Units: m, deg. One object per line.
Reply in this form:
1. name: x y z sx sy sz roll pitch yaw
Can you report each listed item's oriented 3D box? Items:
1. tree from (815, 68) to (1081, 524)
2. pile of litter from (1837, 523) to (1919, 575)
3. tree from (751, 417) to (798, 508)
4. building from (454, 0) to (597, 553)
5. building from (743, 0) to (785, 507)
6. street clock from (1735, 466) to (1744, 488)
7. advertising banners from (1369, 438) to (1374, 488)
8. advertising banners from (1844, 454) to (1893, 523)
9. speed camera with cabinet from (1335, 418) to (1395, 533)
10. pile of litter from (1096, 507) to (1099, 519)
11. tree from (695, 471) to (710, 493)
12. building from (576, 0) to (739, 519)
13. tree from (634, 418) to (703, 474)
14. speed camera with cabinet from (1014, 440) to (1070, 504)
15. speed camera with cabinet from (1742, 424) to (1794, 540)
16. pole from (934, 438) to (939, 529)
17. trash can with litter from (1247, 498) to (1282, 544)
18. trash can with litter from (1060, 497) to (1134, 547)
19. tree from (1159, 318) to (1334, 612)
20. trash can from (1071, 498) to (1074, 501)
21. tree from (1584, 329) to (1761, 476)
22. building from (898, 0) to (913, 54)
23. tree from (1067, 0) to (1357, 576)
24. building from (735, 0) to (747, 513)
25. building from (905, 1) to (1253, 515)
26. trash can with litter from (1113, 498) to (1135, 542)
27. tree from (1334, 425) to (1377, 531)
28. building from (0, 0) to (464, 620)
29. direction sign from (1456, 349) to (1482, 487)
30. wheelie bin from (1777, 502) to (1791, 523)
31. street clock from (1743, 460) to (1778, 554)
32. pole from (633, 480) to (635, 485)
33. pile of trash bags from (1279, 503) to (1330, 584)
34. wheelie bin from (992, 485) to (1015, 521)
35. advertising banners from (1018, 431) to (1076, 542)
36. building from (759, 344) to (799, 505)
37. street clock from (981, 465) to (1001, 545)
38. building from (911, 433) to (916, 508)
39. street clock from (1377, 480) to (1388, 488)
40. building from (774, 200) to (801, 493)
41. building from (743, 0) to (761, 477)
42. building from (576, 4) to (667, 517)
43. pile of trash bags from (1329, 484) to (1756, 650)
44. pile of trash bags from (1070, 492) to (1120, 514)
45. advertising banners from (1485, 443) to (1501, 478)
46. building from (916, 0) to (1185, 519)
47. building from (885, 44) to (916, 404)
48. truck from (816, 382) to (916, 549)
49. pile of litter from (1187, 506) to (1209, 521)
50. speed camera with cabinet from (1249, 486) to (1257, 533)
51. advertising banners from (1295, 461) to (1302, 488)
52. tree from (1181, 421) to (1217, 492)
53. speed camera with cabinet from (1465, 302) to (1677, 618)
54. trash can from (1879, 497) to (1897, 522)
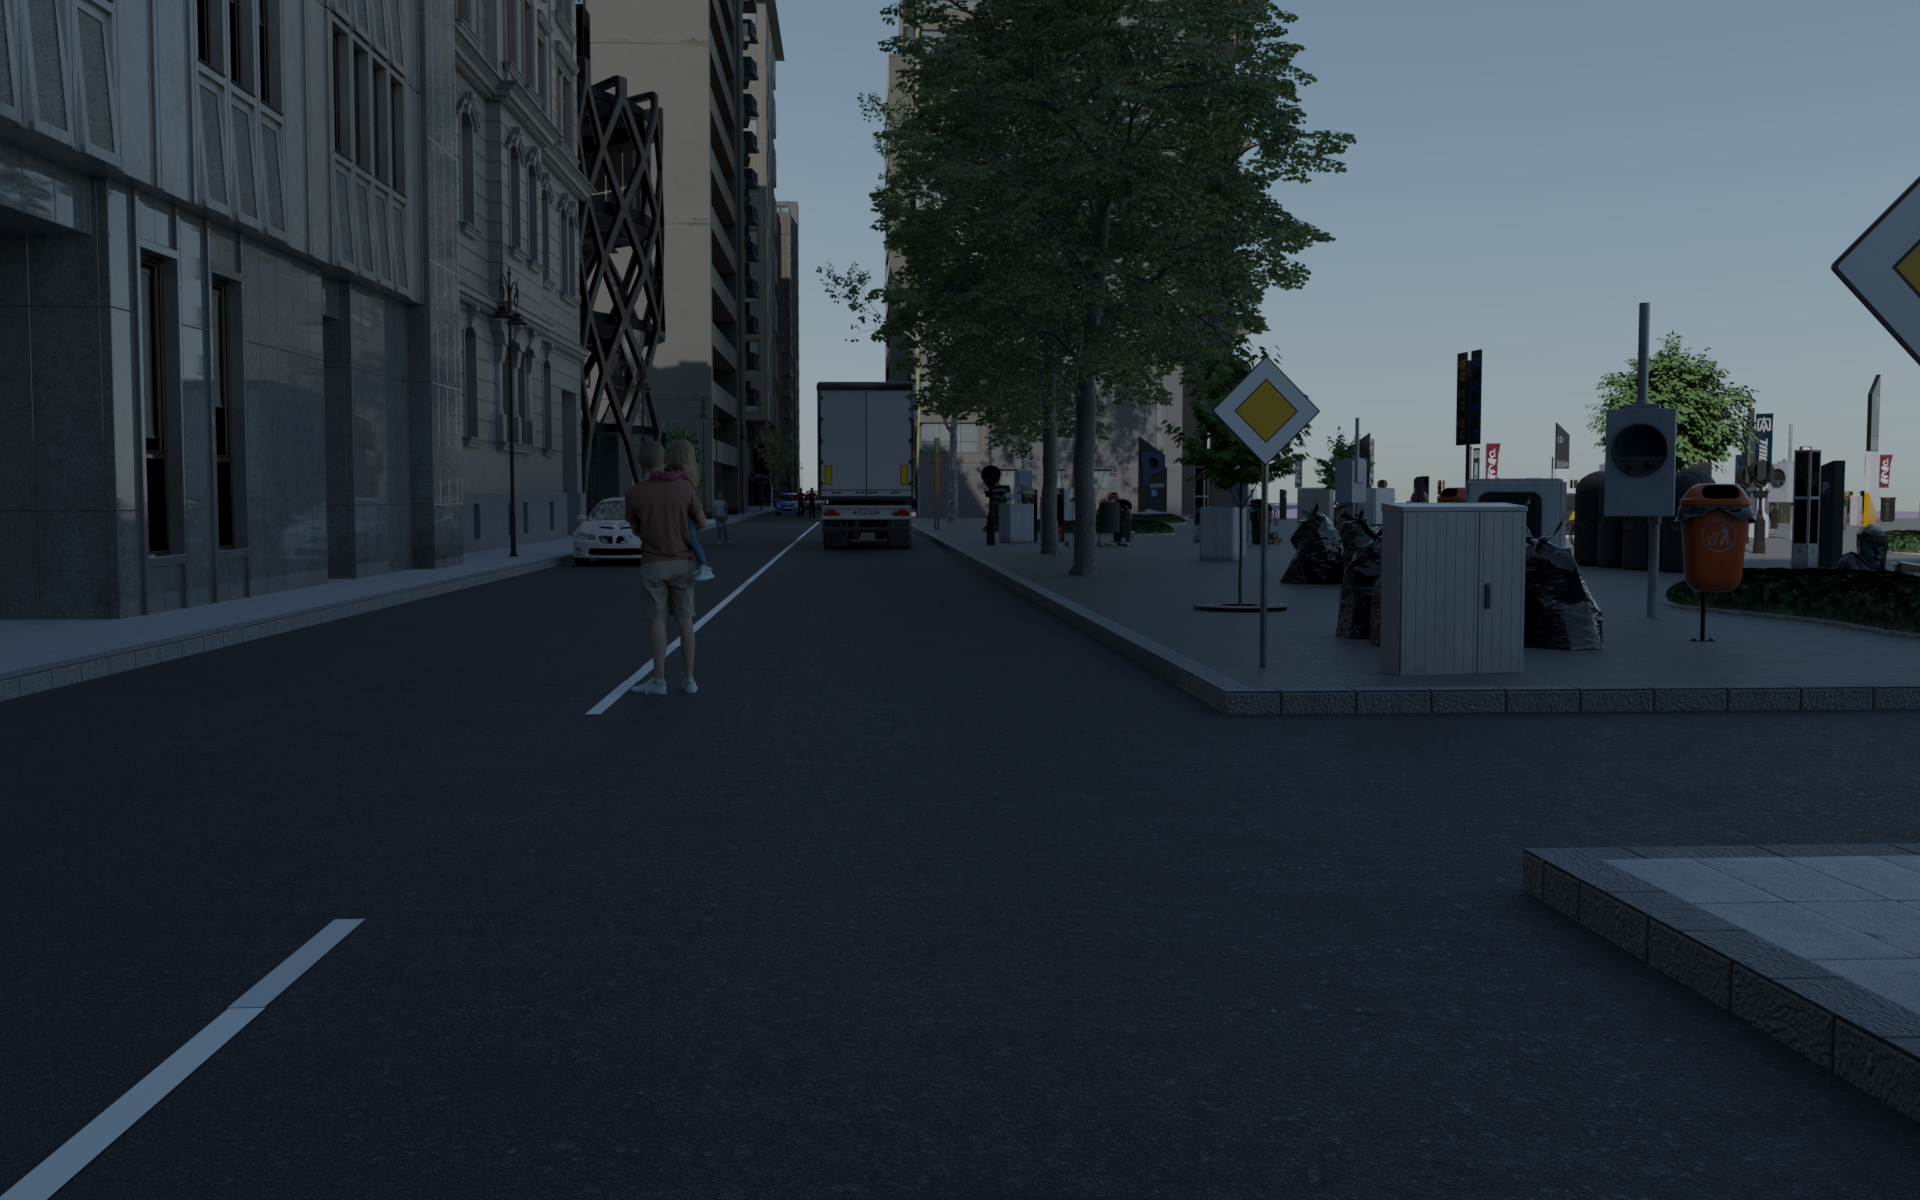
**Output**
1. tree: 0.130 -13.453 75.846 12.611 20.169 13.585 0 3 0
2. pile of litter: 13.365 -0.669 24.902 1.719 0.858 1.176 -1 4 -12
3. tree: -17.519 -13.039 163.557 4.737 8.622 4.395 0 3 0
4. building: -17.290 -15.591 42.296 14.401 28.519 23.554 0 4 -4
5. building: -33.237 -36.312 182.934 28.713 52.752 27.495 0 4 -4
6. street clock: 20.282 -2.459 44.775 0.471 2.002 0.358 -1 4 -22
7. advertising banners: 13.350 -3.618 55.344 0.090 3.025 2.074 2 4 29
8. advertising banners: 40.239 -4.939 76.948 2.074 3.025 0.090 1 4 23
9. speed camera with cabinet: 10.634 -3.127 45.456 2.038 3.252 0.660 -3 5 -44
10. pile of litter: 5.863 -3.450 70.367 1.719 0.858 1.176 0 4 8
11. tree: -13.227 -5.585 85.913 1.663 3.219 1.824 0 3 0
12. building: -23.933 -28.941 96.889 21.300 48.544 21.600 0 4 -4
13. tree: -12.598 -5.578 74.913 4.285 4.588 4.351 0 3 0
14. speed camera with cabinet: 3.029 -4.270 64.157 2.038 3.252 0.660 0 4 0
15. speed camera with cabinet: 22.893 -3.361 49.294 0.660 3.252 2.038 -2 4 -24
16. pole: -0.842 -4.213 62.728 0.158 3.312 0.155 0 3 0
17. trash can with litter: 7.781 -2.017 44.357 0.624 1.170 1.055 3 5 39
18. trash can with litter: 3.276 -1.927 42.561 2.233 1.210 1.678 0 4 -4
19. tree: 2.989 -1.501 19.145 1.663 3.219 1.824 0 3 0
20. trash can: 4.593 -3.330 66.093 0.748 1.137 0.748 0 3 0
21. tree: 14.042 -3.106 34.502 4.285 4.588 4.351 0 3 0
22. building: -0.038 -48.788 235.941 20.563 71.187 20.611 0 4 -4
23. tree: 2.385 -6.667 27.126 7.486 12.596 7.792 0 3 0
24. building: -21.784 -26.409 115.378 14.154 41.232 14.086 0 4 -4
25. building: 7.474 -28.379 118.619 22.147 44.769 28.867 0 4 -4
26. trash can with litter: 4.289 -2.115 45.975 0.624 1.170 1.055 1 4 15
27. tree: 10.682 -3.321 48.894 1.663 3.219 1.824 0 3 0
28. building: -14.484 -12.400 20.765 12.078 24.808 19.932 0 4 -4
29. direction sign: 8.079 -2.175 27.560 0.379 3.537 0.876 0 4 -8
30. wheelie bin: 36.359 -4.179 76.240 0.980 1.594 0.693 1 4 20
31. street clock: 17.234 -2.002 37.298 0.471 2.002 0.358 0 4 -3
32. pole: -15.749 -5.508 83.892 0.158 3.312 0.155 0 3 0
33. pile of trash bags: 6.004 -0.875 24.058 1.912 1.369 3.447 -2 4 -24
34. wheelie bin: 1.455 -3.220 60.554 0.980 1.594 0.693 1 4 18
35. advertising banners: 2.549 -3.080 46.542 2.074 3.025 0.090 -1 4 -17
36. building: -34.263 -22.538 213.532 27.650 21.520 28.899 0 4 -4
37. street clock: 0.773 -2.383 43.526 0.471 2.002 0.358 -1 4 -11
38. building: 5.439 -51.039 147.154 22.319 86.520 31.000 0 4 -4
39. street clock: 21.197 -5.040 86.972 0.471 2.002 0.358 -1 4 -18
40. building: -29.018 -33.712 234.790 14.154 41.232 14.086 0 4 -4
41. building: -27.396 -29.528 137.414 22.147 44.769 28.867 0 4 -4
42. building: -19.354 -11.939 62.650 16.820 18.784 16.811 0 4 -4
43. pile of trash bags: 5.056 -0.323 15.038 3.447 1.369 1.912 0 4 8
44. pile of trash bags: 6.108 -4.525 83.738 3.447 1.369 1.912 -1 4 -21
45. advertising banners: 17.737 -3.908 60.080 2.074 3.025 0.090 3 5 42
46. building: 4.487 -25.270 96.752 14.154 41.232 14.086 0 4 -4
47. building: 2.878 -34.311 184.684 21.300 48.544 21.600 0 4 -4
48. truck: -2.576 -3.664 48.816 2.839 4.237 11.283 0 4 -2
49. pile of litter: 11.719 -4.230 83.125 1.719 0.858 1.176 1 4 23
50. speed camera with cabinet: 9.443 -3.867 57.556 0.660 3.252 2.038 1 4 19
51. advertising banners: 15.536 -4.922 76.661 2.074 3.025 0.090 -2 4 -28
52. tree: 9.660 -4.823 62.574 4.285 4.588 4.351 0 3 0
53. speed camera with cabinet: 6.369 -1.453 18.088 2.038 3.252 0.660 1 4 23
54. trash can: 42.807 -4.175 79.910 0.748 1.137 0.748 0 3 0
